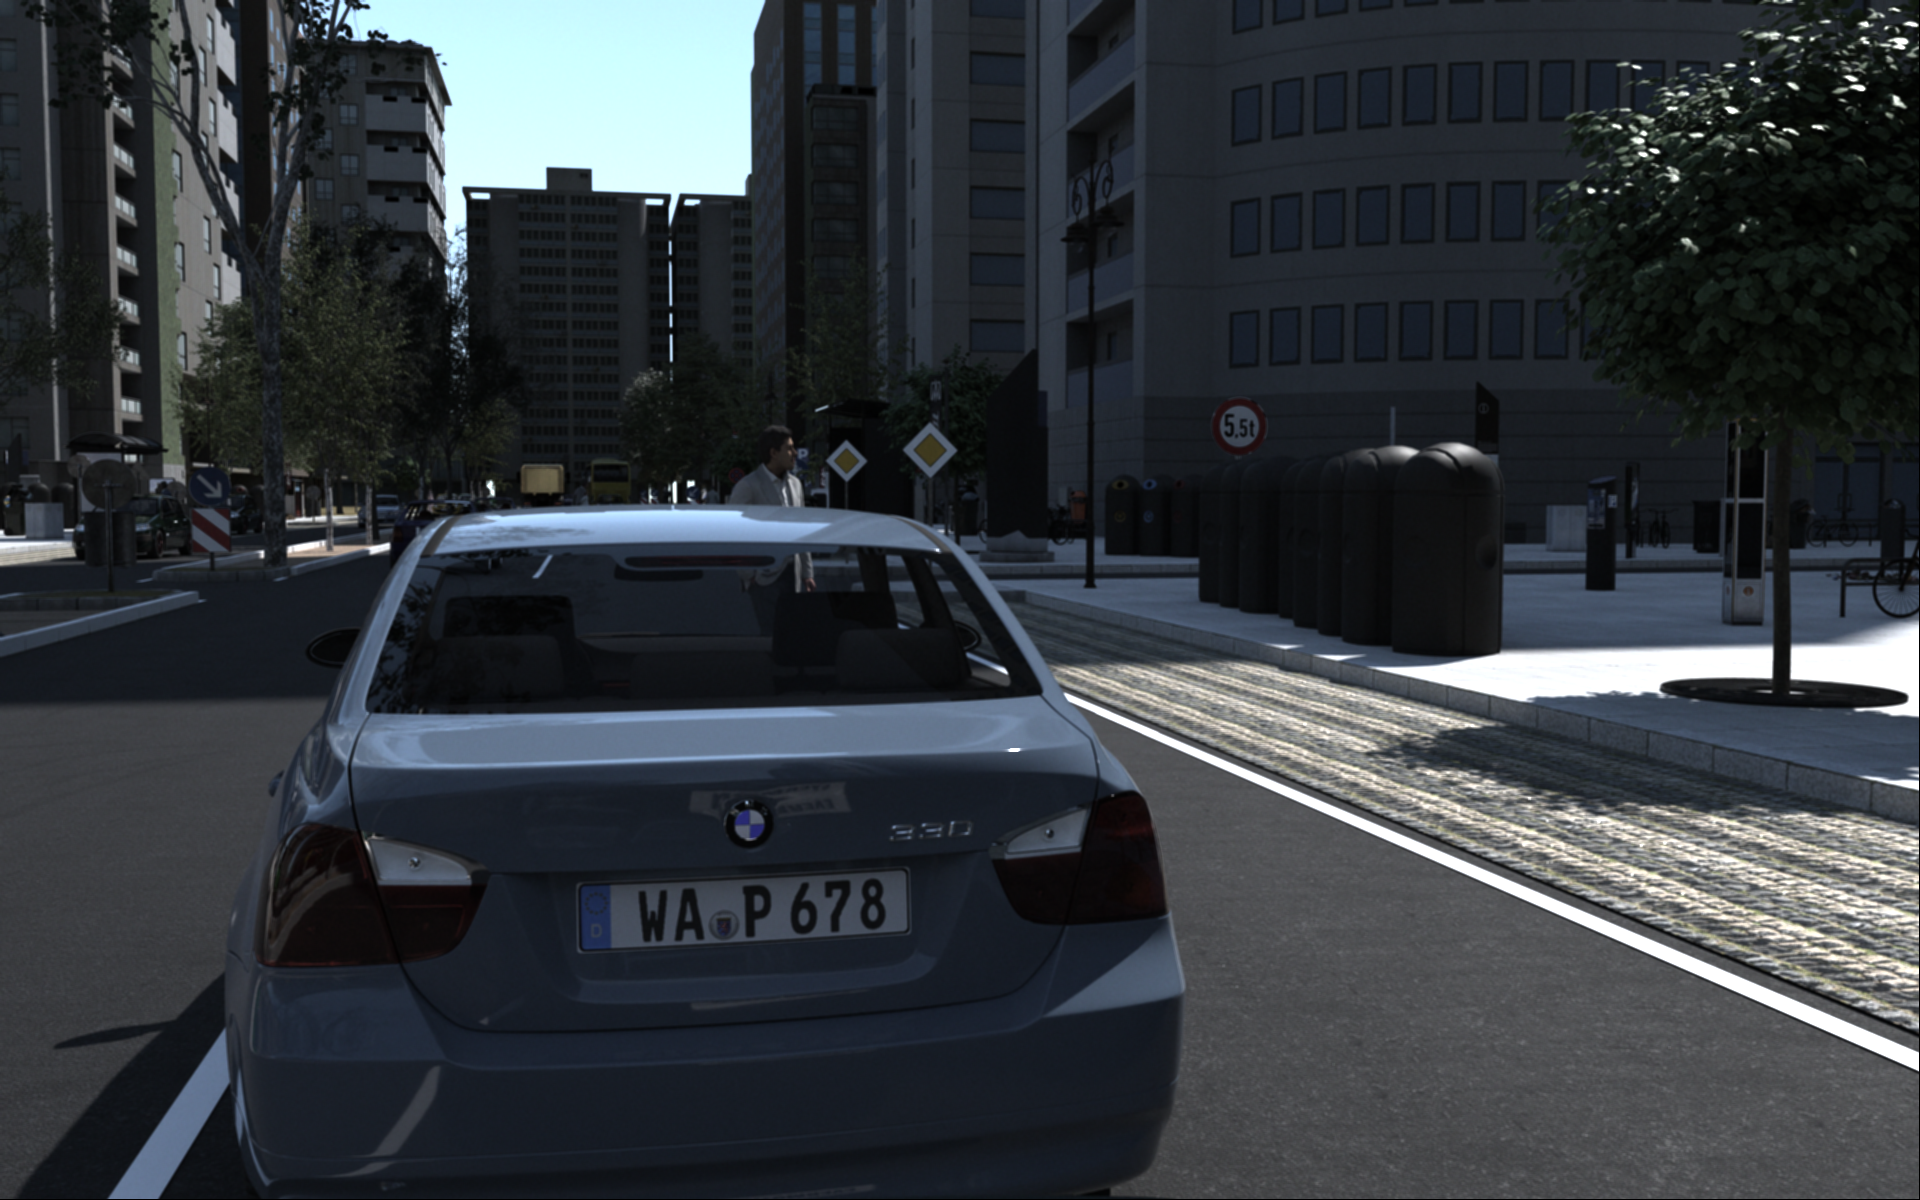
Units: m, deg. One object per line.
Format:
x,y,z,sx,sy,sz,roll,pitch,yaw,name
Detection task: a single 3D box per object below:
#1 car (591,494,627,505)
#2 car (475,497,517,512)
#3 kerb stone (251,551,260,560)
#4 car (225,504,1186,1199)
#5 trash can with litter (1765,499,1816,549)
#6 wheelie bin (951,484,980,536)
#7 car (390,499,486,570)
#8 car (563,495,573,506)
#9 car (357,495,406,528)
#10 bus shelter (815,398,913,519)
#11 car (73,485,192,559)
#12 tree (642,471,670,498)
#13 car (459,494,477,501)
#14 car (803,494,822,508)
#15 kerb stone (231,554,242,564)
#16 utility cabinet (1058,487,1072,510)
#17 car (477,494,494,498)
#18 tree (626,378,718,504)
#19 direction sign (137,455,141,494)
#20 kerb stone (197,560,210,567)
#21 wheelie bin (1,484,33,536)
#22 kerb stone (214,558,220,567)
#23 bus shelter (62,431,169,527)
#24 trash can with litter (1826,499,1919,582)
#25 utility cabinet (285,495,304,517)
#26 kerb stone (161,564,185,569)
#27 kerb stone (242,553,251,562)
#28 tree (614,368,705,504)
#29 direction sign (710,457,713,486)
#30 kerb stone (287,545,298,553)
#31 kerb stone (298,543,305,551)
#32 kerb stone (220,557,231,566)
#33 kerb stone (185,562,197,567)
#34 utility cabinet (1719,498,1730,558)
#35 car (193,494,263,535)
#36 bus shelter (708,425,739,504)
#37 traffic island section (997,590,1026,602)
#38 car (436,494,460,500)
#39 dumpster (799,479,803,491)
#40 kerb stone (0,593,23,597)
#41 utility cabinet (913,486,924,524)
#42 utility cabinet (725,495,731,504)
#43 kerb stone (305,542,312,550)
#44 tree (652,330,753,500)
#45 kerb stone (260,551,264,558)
-19.353,-5.248,95.591,2.009,1.686,4.222,-1,4,-13,car
-14.763,-2.591,54.943,1.945,1.354,3.894,-1,4,-14,car
-15.364,-0.934,37.466,0.120,0.150,1.000,-1,4,-12,kerb stone
-0.803,0.442,4.768,2.014,1.417,4.499,-1,4,-13,car
19.337,-1.776,40.428,1.055,1.170,0.624,-1,4,-12,trash can with litter
0.172,-2.784,53.419,0.980,1.594,0.693,3,5,41,wheelie bin
-9.535,-1.206,32.304,1.945,1.354,3.894,-1,4,-10,car
-39.938,-10.057,177.018,1.945,1.354,3.894,-1,4,-11,car
-24.951,-3.843,74.839,2.014,1.417,4.499,-1,4,-14,car
-2.543,-3.321,45.581,1.731,3.624,6.357,-1,4,-12,bus shelter
-18.732,-1.807,39.327,2.009,1.686,4.222,-1,4,-10,car
-31.826,-12.126,181.967,4.285,4.588,4.351,0,3,0,tree
-39.908,-7.855,140.229,2.131,1.459,4.920,-1,4,-13,car
-3.987,-1.838,39.840,2.009,1.686,4.222,-1,4,-11,car
-14.930,-0.804,35.469,0.120,0.150,1.000,-1,4,-12,kerb stone
3.221,-2.729,53.298,0.318,1.500,1.173,1,4,11,utility cabinet
-44.659,-9.260,163.192,2.131,1.459,4.920,-1,4,-12,car
-24.903,-13.730,150.236,9.928,11.665,9.643,0,3,0,tree
-38.591,-5.470,81.432,0.379,3.537,0.876,-2,4,-34,direction sign
-14.288,-0.628,32.469,0.120,0.150,1.000,-1,4,-12,kerb stone
-28.966,-2.775,53.283,0.693,1.594,0.980,0,4,-2,wheelie bin
-14.510,-0.689,33.467,0.120,0.150,1.000,-1,4,-12,kerb stone
-28.484,-3.959,58.657,2.014,3.302,5.546,-1,4,-12,bus shelter
13.851,-0.909,25.924,1.678,1.210,2.233,0,4,-1,trash can with litter
-37.018,-5.206,96.277,1.020,1.237,0.306,0,4,1,utility cabinet
-13.866,-0.505,30.468,0.120,0.150,1.000,-1,4,-12,kerb stone
-15.153,-0.873,36.466,0.120,0.150,1.000,-1,4,-12,kerb stone
-30.021,-16.305,173.241,9.857,13.997,8.962,0,3,0,tree
-15.219,-6.974,106.026,0.379,3.537,0.876,-1,4,-17,direction sign
-16.432,-1.238,42.468,0.120,0.150,1.000,-1,4,-12,kerb stone
-16.641,-1.301,43.474,0.120,0.150,1.000,-1,4,-12,kerb stone
-14.721,-0.747,34.467,0.120,0.150,1.000,-1,4,-12,kerb stone
-14.083,-0.567,31.467,0.120,0.150,1.000,-1,4,-12,kerb stone
15.778,-1.478,35.332,0.306,1.237,1.020,3,4,38,utility cabinet
-25.888,-3.145,61.211,2.009,1.686,4.222,-1,4,-10,car
-13.177,-7.418,98.910,2.179,5.291,8.768,-1,4,-12,bus shelter
-0.397,-0.111,24.101,2.009,0.180,2.903,-1,4,-12,traffic island section
-32.630,-6.122,110.325,2.015,1.641,3.980,-1,4,-12,car
-6.943,-4.324,73.196,1.502,2.255,1.985,-1,4,-12,dumpster
-12.049,0.017,21.919,0.120,0.150,1.000,-1,4,-12,kerb stone
-1.307,-2.318,46.573,0.318,1.500,1.173,-2,4,-24,utility cabinet
-12.345,-4.975,92.502,0.306,1.237,1.020,-1,4,-15,utility cabinet
-16.856,-1.363,44.473,0.120,0.150,1.000,-1,4,-12,kerb stone
-17.838,-12.358,120.188,7.486,12.596,7.792,0,3,0,tree
-15.574,-0.995,38.469,0.120,0.150,1.000,-1,4,-12,kerb stone
